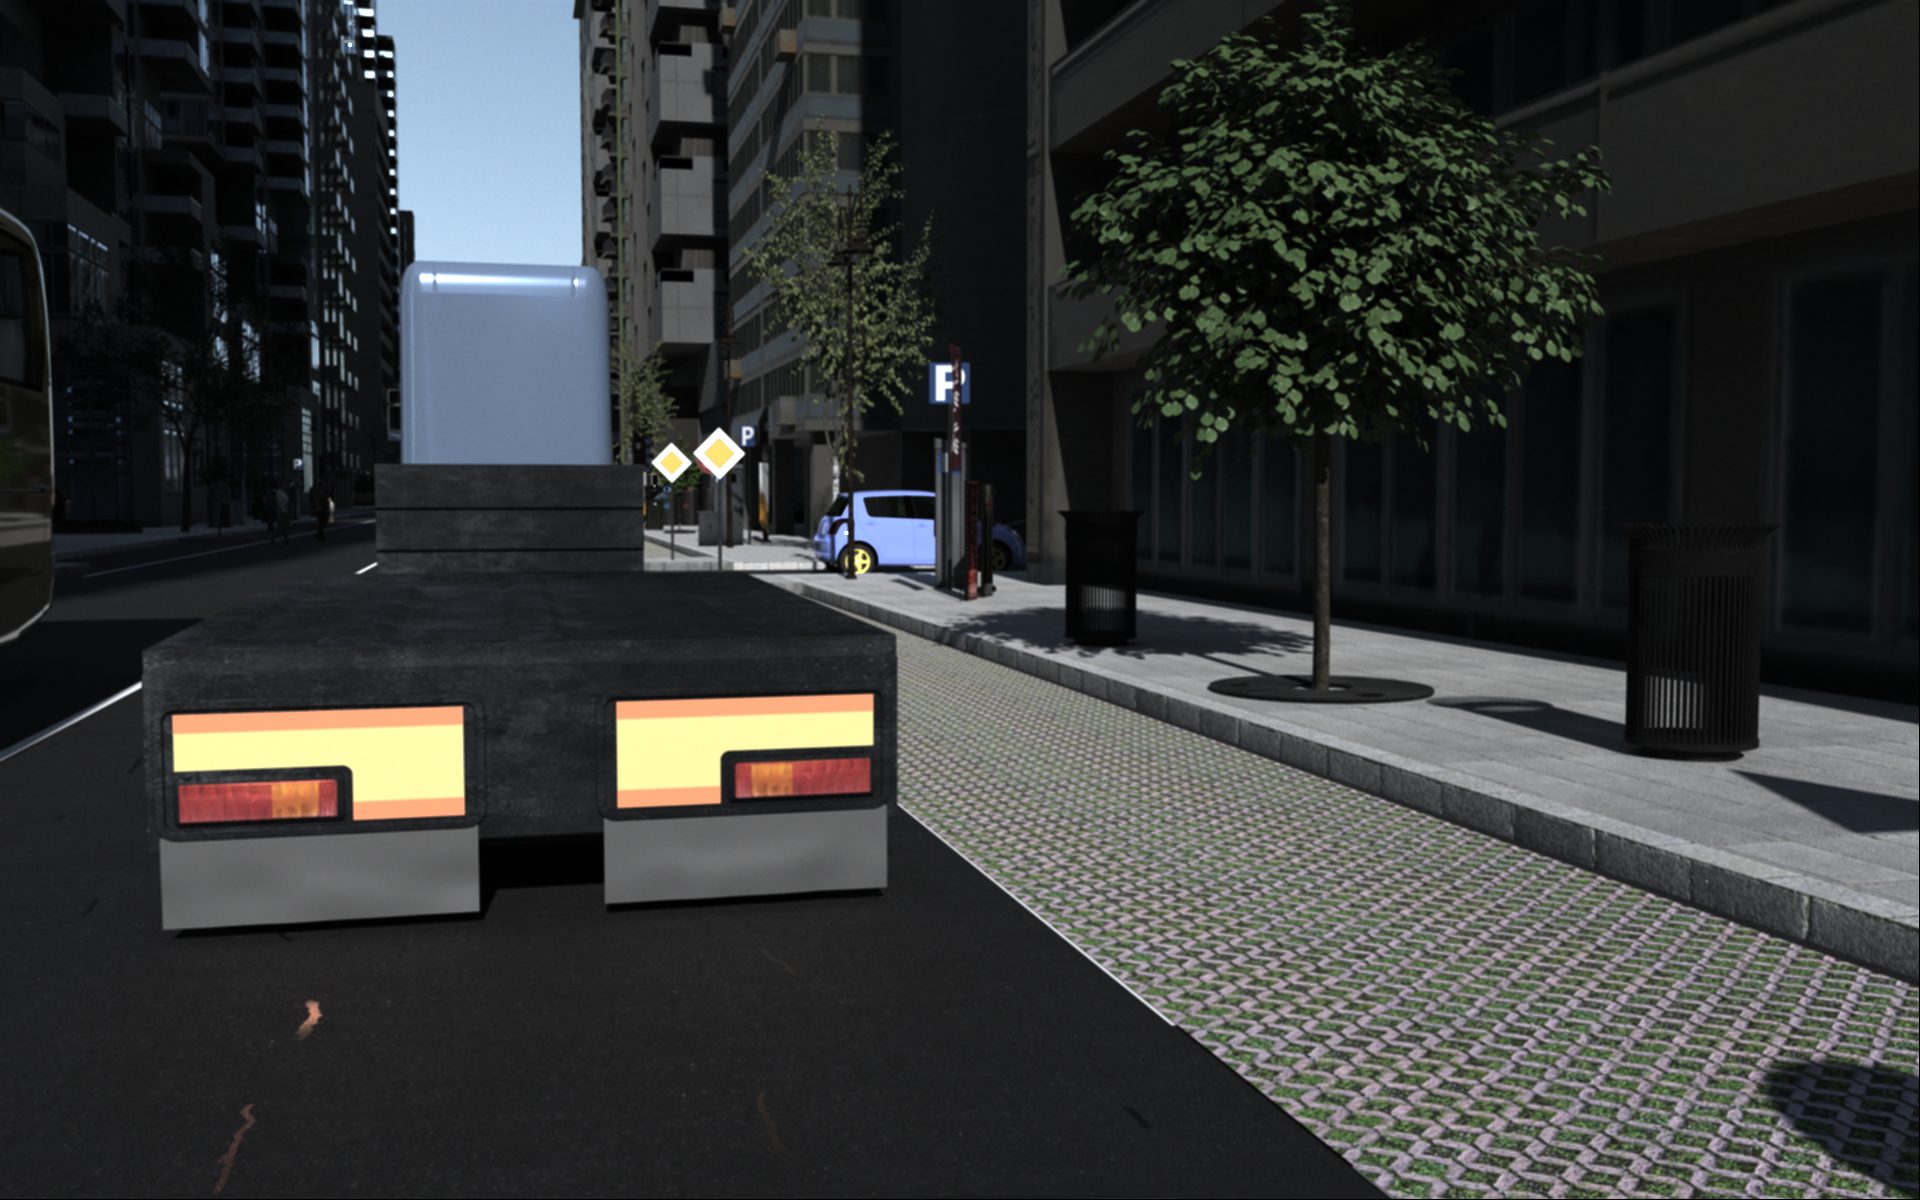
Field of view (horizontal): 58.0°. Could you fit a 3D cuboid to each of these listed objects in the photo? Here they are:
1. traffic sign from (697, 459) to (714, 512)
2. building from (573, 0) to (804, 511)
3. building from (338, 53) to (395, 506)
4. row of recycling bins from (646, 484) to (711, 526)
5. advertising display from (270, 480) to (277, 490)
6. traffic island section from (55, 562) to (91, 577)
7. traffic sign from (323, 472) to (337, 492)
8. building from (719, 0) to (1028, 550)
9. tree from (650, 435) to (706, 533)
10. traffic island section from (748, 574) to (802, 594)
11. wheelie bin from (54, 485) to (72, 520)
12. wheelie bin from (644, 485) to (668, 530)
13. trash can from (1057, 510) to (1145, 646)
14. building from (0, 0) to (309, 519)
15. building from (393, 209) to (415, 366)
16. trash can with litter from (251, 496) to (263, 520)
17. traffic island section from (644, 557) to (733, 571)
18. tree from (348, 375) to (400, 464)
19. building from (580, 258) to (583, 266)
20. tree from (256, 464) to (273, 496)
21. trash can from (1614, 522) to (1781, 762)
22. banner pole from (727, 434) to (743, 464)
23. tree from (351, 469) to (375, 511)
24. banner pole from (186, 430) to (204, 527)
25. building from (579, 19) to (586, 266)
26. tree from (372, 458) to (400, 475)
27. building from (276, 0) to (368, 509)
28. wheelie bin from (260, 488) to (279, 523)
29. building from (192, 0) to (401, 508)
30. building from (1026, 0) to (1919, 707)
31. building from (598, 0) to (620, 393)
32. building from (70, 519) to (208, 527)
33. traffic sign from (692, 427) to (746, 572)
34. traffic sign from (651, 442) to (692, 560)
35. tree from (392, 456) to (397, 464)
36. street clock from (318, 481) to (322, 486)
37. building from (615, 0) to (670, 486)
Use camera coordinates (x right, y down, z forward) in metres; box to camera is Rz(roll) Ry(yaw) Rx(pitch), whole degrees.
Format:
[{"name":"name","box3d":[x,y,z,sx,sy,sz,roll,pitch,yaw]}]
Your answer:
[{"name":"traffic sign","box3d":[-6.302,-2.689,44.075,0.768,2.556,0.104,0,4,-5]},{"name":"building","box3d":[-22.100,-35.410,168.195,28.713,52.752,27.495,-1,4,-14]},{"name":"building","box3d":[-75.164,-34.820,193.015,21.300,48.544,21.600,-1,4,-14]},{"name":"row of recycling bins","box3d":[-11.474,-3.888,70.682,3.534,1.692,1.069,0,4,4]},{"name":"advertising display","box3d":[-31.950,-4.617,80.695,0.123,1.923,0.974,-2,4,-32]},{"name":"traffic island section","box3d":[-16.804,-0.526,30.874,2.009,0.180,2.903,-1,4,-14]},{"name":"traffic sign","box3d":[-36.919,-6.202,101.500,0.768,2.556,0.104,-1,4,-13]},{"name":"building","box3d":[5.402,-22.190,54.686,23.993,40.220,32.217,-1,4,-14]},{"name":"tree","box3d":[-9.088,-3.802,56.761,1.663,3.219,1.824,0,3,0]},{"name":"traffic island section","box3d":[-3.582,-0.229,26.025,2.009,0.180,2.903,-1,4,-14]},{"name":"wheelie bin","box3d":[-30.145,-3.057,57.891,0.693,1.594,0.980,0,4,-8]},{"name":"wheelie bin","box3d":[-10.940,-3.312,62.051,0.980,1.594,0.693,-1,4,-10]},{"name":"trash can","box3d":[1.202,-0.191,14.773,0.748,1.137,0.748,0,3,0]},{"name":"building","box3d":[-53.914,-48.949,112.993,22.319,86.520,31.000,-1,4,-14]},{"name":"building","box3d":[-83.424,-34.122,241.485,14.154,41.232,14.086,-1,4,-14]},{"name":"trash can with litter","box3d":[-35.366,-4.626,87.016,0.624,1.170,1.055,-2,4,-29]},{"name":"traffic island section","box3d":[-5.579,-0.702,33.757,2.009,0.180,2.903,-1,4,-14]},{"name":"tree","box3d":[-57.541,-16.357,177.802,12.009,13.543,11.850,0,3,0]},{"name":"building","box3d":[-42.278,-34.339,253.321,32.217,40.220,23.993,-1,4,-14]},{"name":"tree","box3d":[-40.024,-6.335,98.178,1.663,3.219,1.824,0,3,0]},{"name":"trash can","box3d":[3.587,0.194,8.474,0.748,1.137,0.748,0,3,0]},{"name":"banner pole","box3d":[-9.369,-4.998,71.734,0.863,3.779,0.401,-1,4,-20]},{"name":"tree","box3d":[-45.228,-8.375,131.525,1.663,3.219,1.824,0,3,0]},{"name":"banner pole","box3d":[-30.040,-4.769,67.996,0.401,3.779,0.863,2,4,33]},{"name":"building","box3d":[-41.254,-48.333,228.500,20.563,71.187,20.611,-1,4,-14]},{"name":"tree","box3d":[-51.905,-10.643,157.719,4.285,4.588,4.351,0,3,0]},{"name":"building","box3d":[-62.792,-32.079,144.101,23.786,49.044,30.456,-1,4,-14]},{"name":"wheelie bin","box3d":[-30.645,-4.226,77.005,0.693,1.594,0.980,0,4,-1]},{"name":"building","box3d":[-80.903,-55.341,217.488,22.319,86.520,31.000,-1,4,-14]},{"name":"building","box3d":[13.898,-24.003,16.155,21.300,48.544,21.600,-1,4,-14]},{"name":"building","box3d":[-17.550,-29.717,140.502,22.147,44.769,28.867,-1,4,-14]},{"name":"building","box3d":[-45.446,-46.707,76.334,22.319,86.520,31.000,-1,4,-14]},{"name":"traffic sign","box3d":[-3.602,-1.364,25.942,0.795,2.450,0.064,-1,4,-14]},{"name":"traffic sign","box3d":[-5.600,-1.837,33.674,0.795,2.450,0.064,-1,4,-14]},{"name":"tree","box3d":[-61.060,-14.805,192.423,4.737,8.622,4.395,0,3,0]},{"name":"street clock","box3d":[-36.269,-5.740,98.426,0.471,2.002,0.358,3,5,44]},{"name":"building","box3d":[-16.432,-26.616,118.761,14.154,41.232,14.086,-1,4,-14]}]
